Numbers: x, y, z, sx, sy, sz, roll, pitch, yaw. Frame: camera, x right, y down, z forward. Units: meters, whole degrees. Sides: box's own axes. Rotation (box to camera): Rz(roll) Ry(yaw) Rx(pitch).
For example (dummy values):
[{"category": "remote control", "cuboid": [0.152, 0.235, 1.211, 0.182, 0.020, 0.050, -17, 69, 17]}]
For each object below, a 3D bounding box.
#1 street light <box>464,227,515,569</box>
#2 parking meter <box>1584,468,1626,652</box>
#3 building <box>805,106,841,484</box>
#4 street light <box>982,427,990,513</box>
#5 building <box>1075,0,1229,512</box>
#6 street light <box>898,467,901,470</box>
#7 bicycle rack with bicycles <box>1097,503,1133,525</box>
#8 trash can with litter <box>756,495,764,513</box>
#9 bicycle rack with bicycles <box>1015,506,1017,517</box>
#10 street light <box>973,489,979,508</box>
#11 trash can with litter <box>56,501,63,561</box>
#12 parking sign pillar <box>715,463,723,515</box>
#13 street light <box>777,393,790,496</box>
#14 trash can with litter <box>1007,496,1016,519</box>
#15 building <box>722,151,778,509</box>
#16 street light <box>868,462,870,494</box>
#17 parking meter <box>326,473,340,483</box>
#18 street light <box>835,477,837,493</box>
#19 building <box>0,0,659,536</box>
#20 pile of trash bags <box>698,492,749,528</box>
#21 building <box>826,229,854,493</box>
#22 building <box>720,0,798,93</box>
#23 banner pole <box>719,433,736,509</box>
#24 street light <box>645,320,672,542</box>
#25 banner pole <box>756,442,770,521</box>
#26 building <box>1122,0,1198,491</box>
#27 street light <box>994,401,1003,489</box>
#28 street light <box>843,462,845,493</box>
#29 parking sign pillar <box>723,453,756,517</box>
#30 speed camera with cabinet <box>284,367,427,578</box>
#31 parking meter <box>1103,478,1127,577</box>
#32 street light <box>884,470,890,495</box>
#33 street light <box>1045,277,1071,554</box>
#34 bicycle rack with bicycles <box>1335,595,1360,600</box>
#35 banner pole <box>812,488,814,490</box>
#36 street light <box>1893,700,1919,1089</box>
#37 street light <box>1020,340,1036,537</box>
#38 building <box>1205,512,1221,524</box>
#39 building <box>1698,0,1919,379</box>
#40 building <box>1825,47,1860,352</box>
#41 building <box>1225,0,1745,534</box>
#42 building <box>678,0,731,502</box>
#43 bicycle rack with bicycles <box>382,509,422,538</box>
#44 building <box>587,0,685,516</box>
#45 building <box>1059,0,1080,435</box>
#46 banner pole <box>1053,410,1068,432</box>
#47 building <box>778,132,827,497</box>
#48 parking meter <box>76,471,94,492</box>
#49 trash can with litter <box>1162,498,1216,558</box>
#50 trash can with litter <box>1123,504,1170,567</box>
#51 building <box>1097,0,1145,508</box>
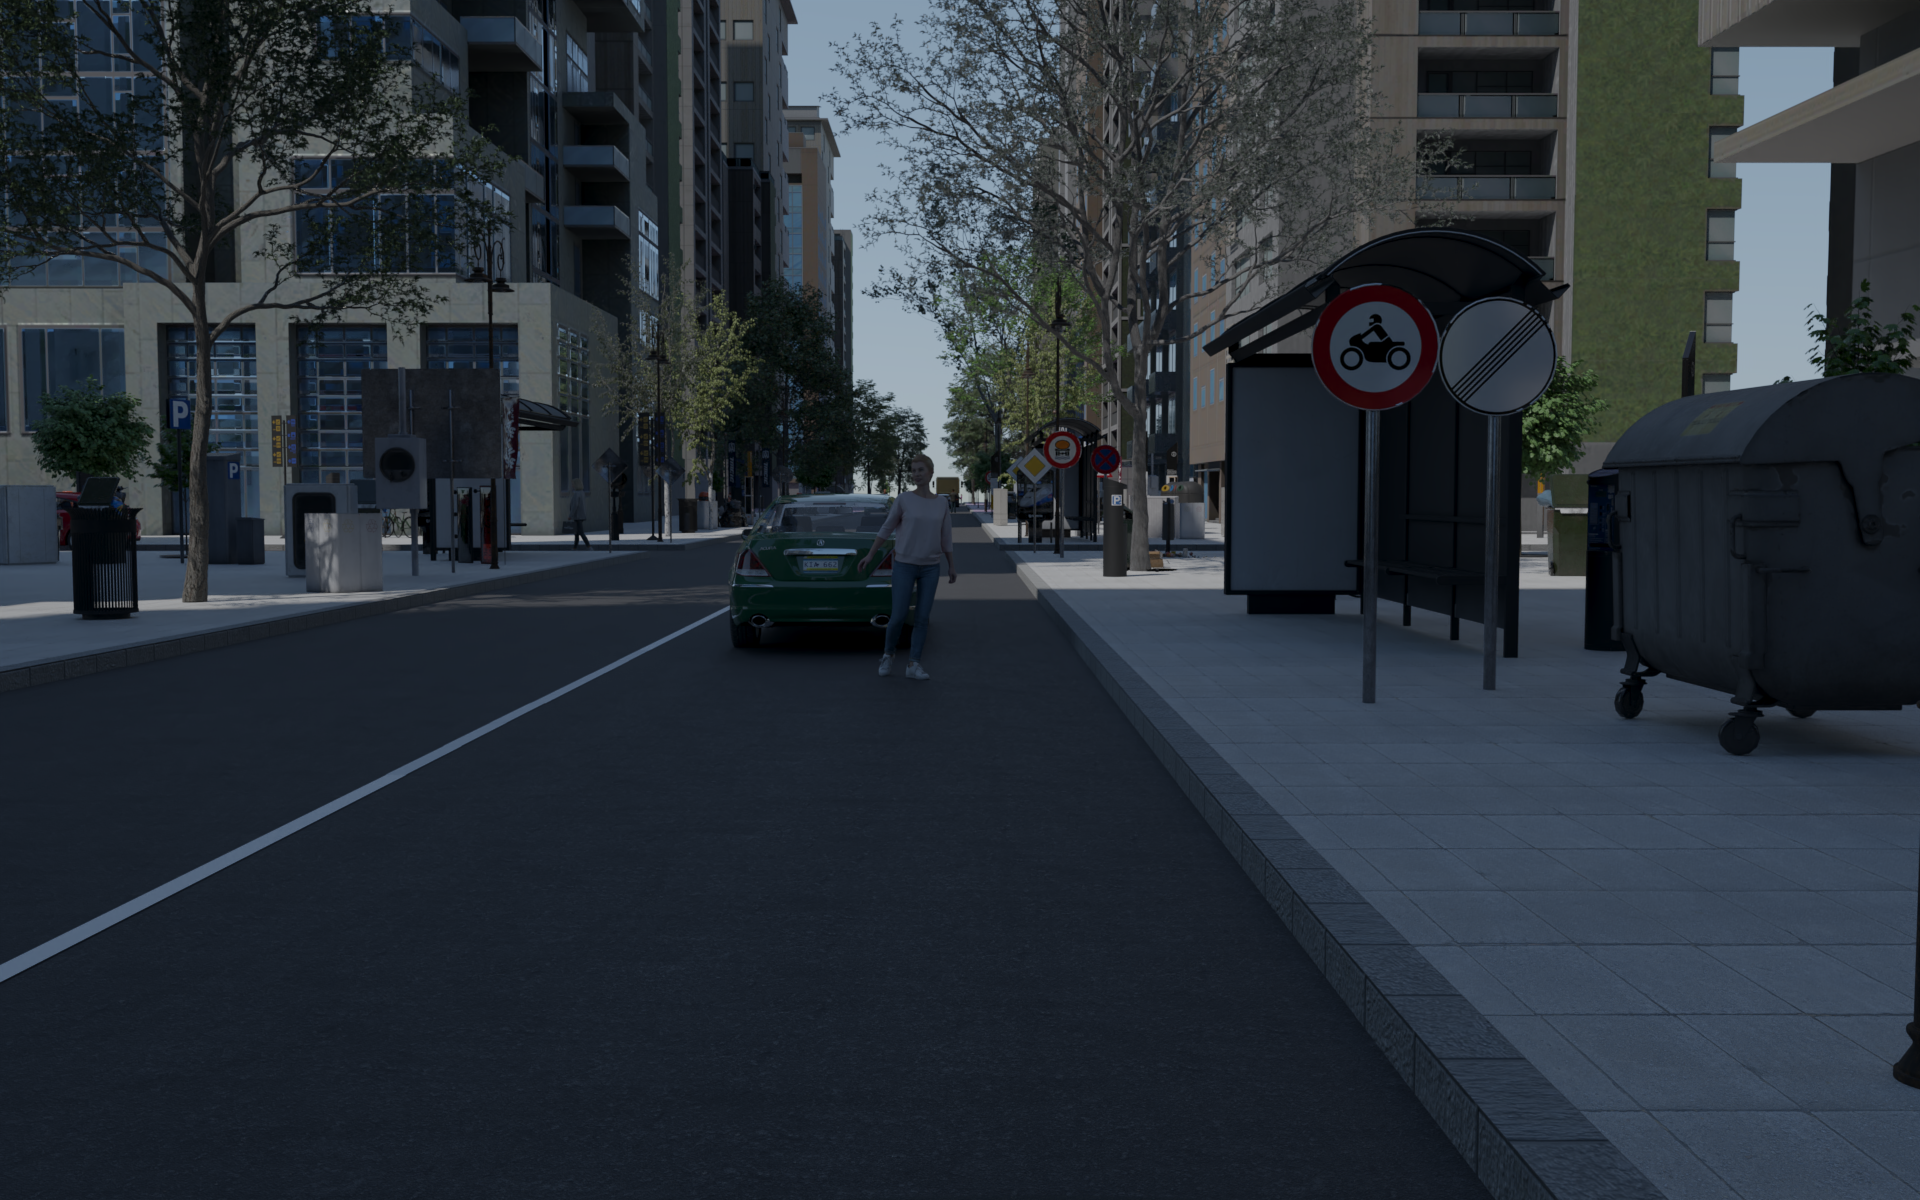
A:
[{"category": "street light", "cuboid": [-7.979, -3.470, 29.515, 0.468, 5.910, 1.993, 0, 3, 0]}, {"category": "parking meter", "cuboid": [5.347, -0.357, 14.243, 0.372, 1.533, 0.369, 0, 3, 0]}, {"category": "building", "cuboid": [-31.474, -39.750, 239.154, 28.713, 52.752, 27.495, 0, 3, 0]}, {"category": "street light", "cuboid": [1.835, -9.018, 120.232, 0.468, 5.910, 1.993, 0, 3, 0]}, {"category": "building", "cuboid": [17.588, -30.744, 152.768, 14.600, 45.320, 14.200, 0, 3, 0]}, {"category": "street light", "cuboid": [-8.404, -16.289, 239.116, 0.468, 5.910, 1.993, 0, 3, 0]}, {"category": "bicycle rack with bicycles", "cuboid": [6.172, -3.656, 73.154, 2.852, 0.926, 2.925, -3, 4, -38]}, {"category": "trash can with litter", "cuboid": [-13.833, -6.642, 119.656, 1.678, 1.210, 2.233, 0, 4, 2]}, {"category": "bicycle rack with bicycles", "cuboid": [3.409, -5.138, 97.393, 2.925, 0.926, 2.852, -1, 4, -10]}, {"category": "street light", "cuboid": [1.714, -11.610, 162.618, 0.468, 5.910, 1.993, 0, 3, 0]}, {"category": "trash can with litter", "cuboid": [-17.515, -1.301, 32.665, 1.055, 1.170, 0.624, 0, 4, 1]}, {"category": "parking sign pillar", "cuboid": [-14.527, -7.041, 103.598, 1.447, 3.967, 1.447, 1, 4, 10]}, {"category": "street light", "cuboid": [-8.111, -6.536, 79.647, 0.468, 5.910, 1.993, 0, 3, 0]}, {"category": "trash can with litter", "cuboid": [2.688, -4.719, 88.538, 0.624, 1.170, 1.055, -1, 4, -11]}, {"category": "building", "cuboid": [-23.427, -23.044, 148.466, 14.160, 30.474, 14.107, 0, 3, 0]}, {"category": "street light", "cuboid": [-8.217, -11.213, 156.119, 0.468, 5.910, 1.993, 0, 3, 0]}, {"category": "parking meter", "cuboid": [-17.122, -2.545, 47.327, 0.255, 1.863, 0.399, -3, 5, -43]}, {"category": "street light", "cuboid": [-8.167, -8.631, 113.906, 0.468, 5.910, 1.993, 0, 3, 0]}, {"category": "building", "cuboid": [-23.666, -46.076, 66.013, 22.319, 86.520, 31.000, 0, 3, 0]}, {"category": "pile of trash bags", "cuboid": [-9.313, -3.454, 66.233, 1.912, 1.369, 3.447, 0, 4, 8]}, {"category": "building", "cuboid": [-23.442, -35.271, 260.273, 14.154, 41.232, 14.086, 0, 3, 0]}, {"category": "building", "cuboid": [-31.046, -35.431, 168.533, 28.713, 52.752, 27.495, 0, 3, 0]}, {"category": "banner pole", "cuboid": [-9.392, -4.926, 70.565, 0.863, 3.779, 0.401, 3, 5, 42]}, {"category": "street light", "cuboid": [-8.032, -4.492, 46.234, 0.468, 5.910, 1.993, 0, 3, 0]}, {"category": "banner pole", "cuboid": [-9.406, -5.676, 82.815, 0.863, 3.779, 0.401, 2, 4, 33]}, {"category": "building", "cuboid": [22.091, -29.672, 104.752, 23.786, 49.044, 30.456, 0, 3, 0]}, {"category": "street light", "cuboid": [1.928, -6.932, 86.133, 0.468, 5.910, 1.993, 0, 3, 0]}, {"category": "street light", "cuboid": [-8.185, -9.138, 122.201, 0.468, 5.910, 1.993, 0, 3, 0]}, {"category": "parking sign pillar", "cuboid": [-12.075, -6.602, 96.416, 1.447, 3.967, 1.447, -2, 4, -31]}, {"category": "speed camera with cabinet", "cuboid": [-9.367, -1.988, 26.843, 2.038, 3.252, 0.660, 0, 4, -6]}, {"category": "parking meter", "cuboid": [2.409, -1.130, 26.880, 0.372, 1.533, 0.369, 0, 3, 0]}, {"category": "street light", "cuboid": [-8.391, -14.244, 205.684, 0.468, 5.910, 1.993, 0, 3, 0]}, {"category": "street light", "cuboid": [2.089, -3.928, 37.017, 0.468, 5.910, 1.993, 0, 3, 0]}, {"category": "bicycle rack with bicycles", "cuboid": [5.462, -0.516, 21.816, 2.925, 0.926, 2.852, 1, 4, 14]}, {"category": "banner pole", "cuboid": [-10.510, -7.978, 120.453, 0.863, 3.779, 0.401, -1, 4, -12]}, {"category": "street light", "cuboid": [2.139, -1.885, 3.604, 0.468, 5.910, 1.993, 0, 3, 0]}, {"category": "street light", "cuboid": [2.033, -4.853, 52.142, 0.468, 5.910, 1.993, 0, 3, 0]}, {"category": "building", "cuboid": [17.904, -25.962, 74.586, 14.600, 45.320, 14.200, 0, 3, 0]}, {"category": "building", "cuboid": [25.591, -26.016, 14.595, 28.713, 52.752, 27.495, 0, 3, 0]}, {"category": "building", "cuboid": [43.055, -26.670, 59.759, 21.600, 48.544, 21.300, 0, 3, 0]}, {"category": "building", "cuboid": [17.213, -23.003, 59.699, 14.086, 41.232, 14.154, 0, 3, 0]}, {"category": "building", "cuboid": [-26.517, -42.280, 129.534, 20.563, 71.187, 20.611, 0, 3, 0]}, {"category": "bicycle rack with bicycles", "cuboid": [-16.613, -2.329, 51.461, 2.852, 0.926, 2.925, -3, 4, -37]}, {"category": "building", "cuboid": [-23.802, -25.339, 97.881, 14.154, 41.232, 14.086, 0, 3, 0]}, {"category": "building", "cuboid": [20.391, -38.639, 173.752, 21.231, 58.520, 28.212, 0, 3, 0]}, {"category": "banner pole", "cuboid": [2.965, -3.770, 51.659, 0.401, 3.779, 0.863, -2, 4, -35]}, {"category": "building", "cuboid": [-24.223, -34.769, 218.587, 14.600, 45.320, 14.200, 0, 3, 0]}, {"category": "parking meter", "cuboid": [-22.548, -2.385, 44.701, 0.399, 1.863, 0.255, -3, 5, -45]}, {"category": "trash can with litter", "cuboid": [4.386, -1.510, 35.752, 1.678, 1.210, 2.233, 0, 4, 4]}, {"category": "trash can with litter", "cuboid": [3.127, -1.157, 30.307, 1.055, 1.170, 0.624, 0, 4, 0]}, {"category": "building", "cuboid": [19.949, -42.553, 133.987, 20.563, 71.187, 20.611, 0, 3, 0]}]
